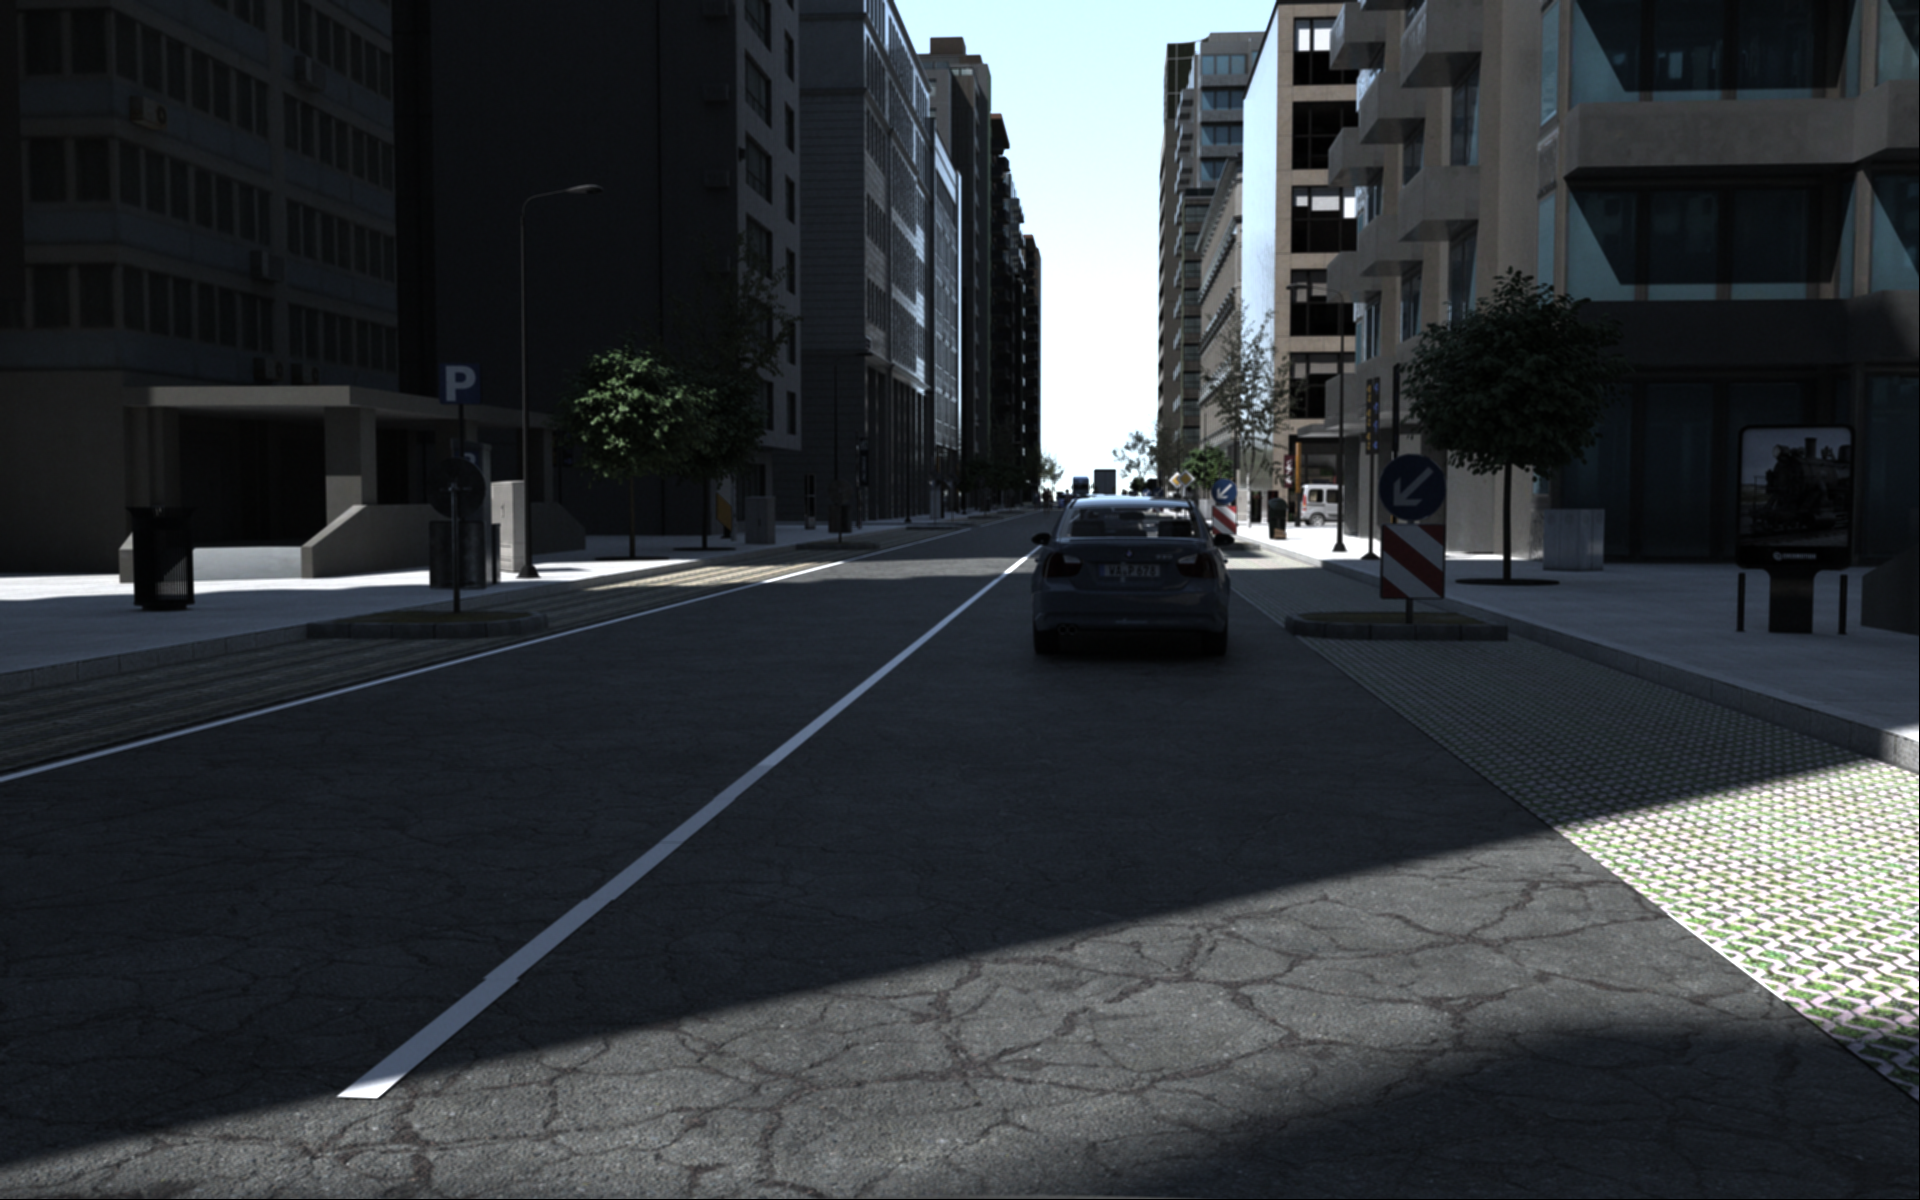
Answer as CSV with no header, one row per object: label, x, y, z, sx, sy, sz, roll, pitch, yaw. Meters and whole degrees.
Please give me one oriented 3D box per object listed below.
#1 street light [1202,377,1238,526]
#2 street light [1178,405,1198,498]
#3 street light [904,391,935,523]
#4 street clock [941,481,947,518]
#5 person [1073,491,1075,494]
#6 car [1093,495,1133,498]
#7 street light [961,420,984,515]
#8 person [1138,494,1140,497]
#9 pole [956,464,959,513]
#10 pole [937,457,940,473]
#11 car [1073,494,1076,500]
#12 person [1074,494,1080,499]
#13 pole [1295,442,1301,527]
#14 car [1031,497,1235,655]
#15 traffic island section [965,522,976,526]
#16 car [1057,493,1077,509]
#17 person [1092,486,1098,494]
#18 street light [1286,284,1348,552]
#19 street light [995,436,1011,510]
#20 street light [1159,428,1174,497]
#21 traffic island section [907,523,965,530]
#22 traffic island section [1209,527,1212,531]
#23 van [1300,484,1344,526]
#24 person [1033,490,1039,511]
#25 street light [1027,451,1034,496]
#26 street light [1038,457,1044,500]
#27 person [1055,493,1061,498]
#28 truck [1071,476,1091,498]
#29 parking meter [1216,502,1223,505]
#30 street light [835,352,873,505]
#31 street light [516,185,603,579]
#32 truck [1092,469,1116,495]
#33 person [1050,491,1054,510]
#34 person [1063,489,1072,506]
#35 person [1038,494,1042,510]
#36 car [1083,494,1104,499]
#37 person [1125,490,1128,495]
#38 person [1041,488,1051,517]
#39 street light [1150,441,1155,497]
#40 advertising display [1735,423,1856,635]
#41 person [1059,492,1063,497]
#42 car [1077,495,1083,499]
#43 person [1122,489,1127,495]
street light,10.422,-5.900,69.006,1.470,5.913,1.316,0,4,5
street light,12.284,-7.230,90.745,1.470,5.913,1.316,0,4,5
street light,-1.807,-6.446,77.926,1.470,5.913,1.316,0,4,5
street clock,-0.959,-5.292,91.097,0.471,2.002,0.358,-3,5,-39
person,13.935,-12.343,210.864,0.434,1.755,0.990,2,4,30
car,4.627,-2.449,52.037,2.014,1.417,4.499,0,4,6
street light,0.808,-8.304,108.315,1.470,5.913,1.316,0,4,5
person,16.559,-9.105,160.620,0.557,1.426,1.065,3,5,43
pole,-0.172,-7.534,117.027,0.158,3.312,0.155,0,3,0
pole,-1.190,-6.154,94.456,0.158,3.312,0.155,0,3,0
car,12.165,-11.070,193.003,2.014,1.417,4.499,0,4,4
person,11.783,-9.923,173.976,0.697,1.427,0.421,-1,4,-22
pole,13.349,-4.559,68.381,0.158,3.312,0.155,0,3,0
car,1.663,-0.292,16.773,2.014,1.417,4.499,0,4,6
traffic island section,-0.362,-3.411,78.050,2.009,0.180,2.903,0,4,5
car,10.489,-9.804,169.894,1.945,1.707,3.694,0,4,3
person,8.349,-5.989,105.783,0.474,1.900,0.648,-3,4,-36
street light,7.902,-4.027,38.385,1.470,5.913,1.316,0,4,5
street light,3.409,-10.188,139.108,1.470,5.913,1.316,0,4,5
street light,14.734,-9.089,121.148,1.470,5.913,1.316,0,4,5
traffic island section,-1.028,-2.924,70.092,2.009,0.180,2.903,0,4,5
traffic island section,9.028,-2.873,69.249,2.009,0.180,2.903,0,4,5
van,16.339,-4.042,73.098,4.112,2.044,2.013,0,4,3
person,6.578,-8.623,149.513,0.581,1.822,0.654,1,4,15
street light,7.180,-13.014,185.316,1.470,5.913,1.316,0,4,5
street light,9.701,-14.873,215.713,1.470,5.913,1.316,0,4,5
person,11.938,-12.055,206.324,1.217,1.736,0.721,1,4,13
truck,18.164,-16.679,262.465,2.967,4.110,18.799,0,4,3
parking meter,11.779,-4.463,78.686,0.399,1.863,0.255,1,4,10
street light,-3.535,-5.155,56.824,1.470,5.913,1.316,0,4,5
street light,-6.057,-3.285,26.243,1.470,5.913,1.316,0,4,5
truck,16.632,-12.870,199.340,2.839,4.237,11.283,0,4,4
person,8.484,-9.201,159.644,0.721,1.735,1.217,0,4,-6
person,6.290,-5.583,100.612,0.563,1.720,0.643,-2,4,-35
person,7.048,-8.722,154.323,0.991,1.433,0.599,1,4,23
car,7.598,-5.339,97.080,2.009,1.686,4.222,0,4,5
person,15.492,-9.337,161.185,0.705,1.821,1.348,-1,4,-15
person,5.366,-6.028,107.031,0.573,1.828,0.580,3,5,40
street light,17.262,-10.948,151.545,1.470,5.913,1.316,0,4,5
advertising display,7.678,-0.657,15.958,0.974,1.923,0.123,2,4,24
person,11.829,-11.917,204.127,0.721,1.735,1.217,-1,4,-20
car,13.507,-11.710,204.043,1.945,1.354,3.894,0,4,7
person,13.112,-7.969,138.573,0.755,1.850,0.659,-1,4,-11
